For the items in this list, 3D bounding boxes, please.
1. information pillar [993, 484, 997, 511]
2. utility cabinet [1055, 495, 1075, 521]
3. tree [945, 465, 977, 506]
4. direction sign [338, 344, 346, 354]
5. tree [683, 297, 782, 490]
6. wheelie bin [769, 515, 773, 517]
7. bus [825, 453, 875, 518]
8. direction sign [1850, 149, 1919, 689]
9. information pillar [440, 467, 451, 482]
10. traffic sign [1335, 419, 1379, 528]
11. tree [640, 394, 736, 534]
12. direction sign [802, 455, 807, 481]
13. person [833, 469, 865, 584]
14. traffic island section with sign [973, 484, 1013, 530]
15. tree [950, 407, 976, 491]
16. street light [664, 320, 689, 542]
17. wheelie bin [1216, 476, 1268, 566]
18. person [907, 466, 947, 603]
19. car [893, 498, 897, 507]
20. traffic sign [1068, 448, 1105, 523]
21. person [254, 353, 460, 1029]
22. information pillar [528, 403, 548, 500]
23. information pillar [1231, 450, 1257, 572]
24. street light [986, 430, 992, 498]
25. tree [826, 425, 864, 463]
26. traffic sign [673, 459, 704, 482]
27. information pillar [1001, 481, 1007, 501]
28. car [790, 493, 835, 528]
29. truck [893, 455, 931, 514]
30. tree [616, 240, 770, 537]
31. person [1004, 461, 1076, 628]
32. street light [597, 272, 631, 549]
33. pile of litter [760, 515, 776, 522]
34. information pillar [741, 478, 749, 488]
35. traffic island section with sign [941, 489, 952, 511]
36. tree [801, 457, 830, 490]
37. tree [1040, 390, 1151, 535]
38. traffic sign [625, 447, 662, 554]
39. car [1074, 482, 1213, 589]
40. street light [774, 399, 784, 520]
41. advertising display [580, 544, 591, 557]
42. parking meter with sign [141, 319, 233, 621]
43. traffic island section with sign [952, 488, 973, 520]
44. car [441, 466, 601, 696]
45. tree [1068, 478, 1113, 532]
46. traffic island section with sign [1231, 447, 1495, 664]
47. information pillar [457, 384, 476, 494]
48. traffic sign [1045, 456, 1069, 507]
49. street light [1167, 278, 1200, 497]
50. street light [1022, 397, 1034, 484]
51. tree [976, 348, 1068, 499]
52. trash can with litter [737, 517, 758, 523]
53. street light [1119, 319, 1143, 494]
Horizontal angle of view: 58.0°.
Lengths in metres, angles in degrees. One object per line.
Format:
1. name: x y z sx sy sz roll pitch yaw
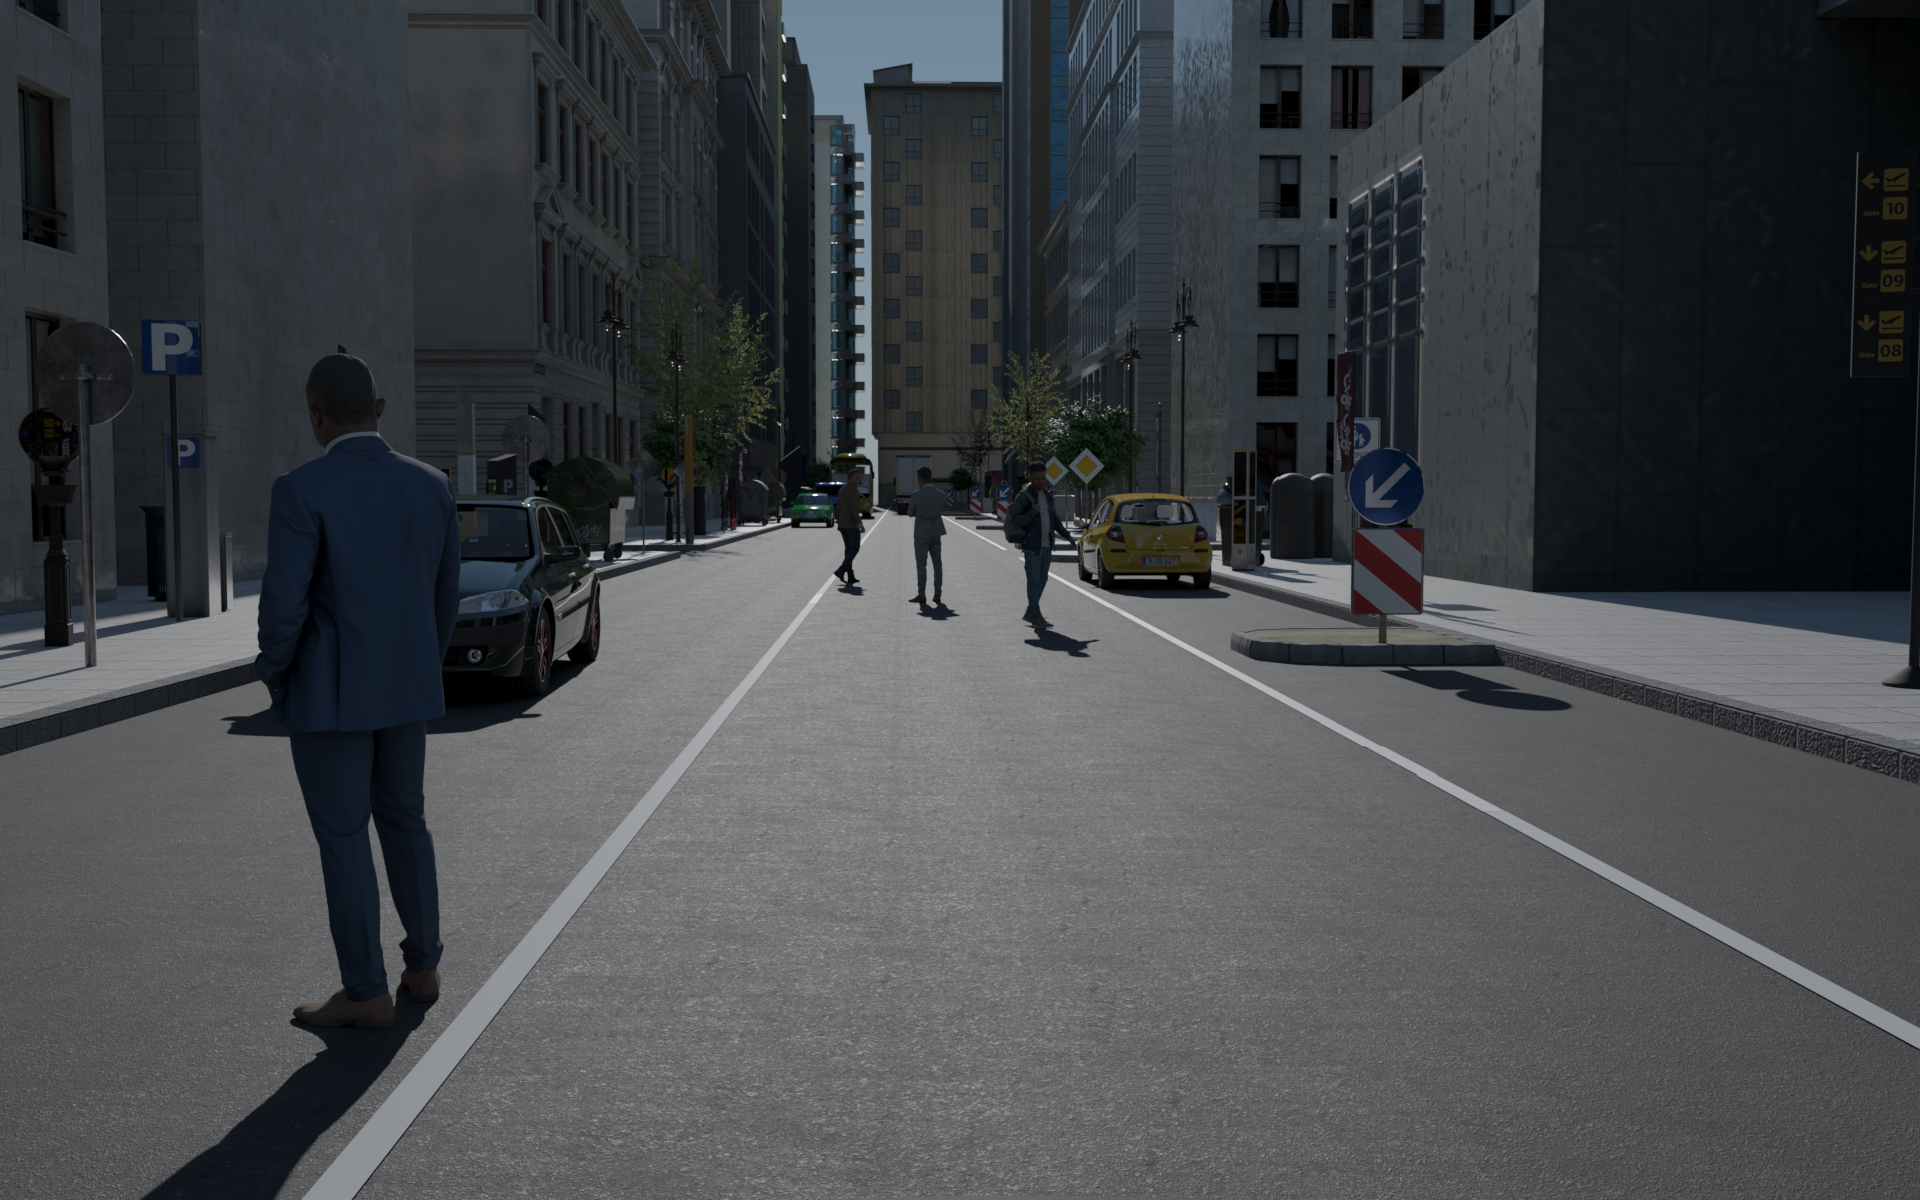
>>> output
1. information pillar: 2.493 -7.100 120.573 0.304 2.012 0.304 2 4 29
2. utility cabinet: 4.926 -4.345 82.207 1.020 1.237 0.306 -1 4 -21
3. tree: 0.058 -12.427 186.902 4.285 4.588 4.351 0 3 0
4. direction sign: -9.481 -2.121 26.684 0.379 3.537 0.876 -1 4 -13
5. tree: -8.862 -7.046 65.558 4.360 8.622 3.978 0 3 0
6. wheelie bin: -10.982 -5.536 98.419 0.980 1.594 0.693 1 4 9
7. bus: -6.699 -7.104 107.694 2.896 3.916 12.252 0 4 -2
8. direction sign: 6.364 -1.190 11.453 0.876 3.537 0.379 1 4 16
9. information pillar: -14.158 -2.643 47.709 0.304 2.012 0.304 -1 4 -15
10. traffic sign: 5.326 -1.295 23.303 0.606 2.300 0.079 0 4 3
11. tree: -8.875 -4.441 56.329 4.285 4.588 4.351 0 3 0
12. direction sign: -9.222 -6.619 100.214 0.876 3.537 0.379 2 4 34
13. person: -1.754 -1.180 27.706 0.656 1.842 0.836 2 4 26
14. traffic island section with sign: 1.651 -3.764 70.175 1.989 1.847 2.006 0 4 -2
15. tree: 1.367 -11.720 141.980 4.360 8.622 3.978 0 3 0
16. street light: -7.536 -4.489 46.177 0.468 5.910 1.993 0 4 -2
17. wheelie bin: 5.006 -1.410 30.963 0.980 1.594 0.693 -2 4 -25
18. person: -0.464 -0.877 23.016 0.511 1.800 0.466 -3 5 -42
19. car: -6.434 -11.080 193.164 2.014 1.417 4.499 0 4 -4
20. traffic sign: 2.734 -2.073 37.532 0.795 2.450 0.064 0 4 -2
21. person: -1.605 0.243 4.702 0.419 1.800 0.721 2 4 27
22. information pillar: -10.916 -3.268 44.794 0.504 3.616 0.183 0 4 -7
23. information pillar: 4.720 -1.485 28.778 0.304 2.012 0.304 3 4 36
24. street light: 1.993 -9.008 120.065 0.468 5.910 1.993 0 4 -2
25. tree: -12.179 -14.236 183.125 4.360 8.622 3.978 0 3 0
26. traffic sign: -7.078 -2.542 45.209 0.795 2.450 0.064 0 4 -2
27. information pillar: 2.429 -5.560 95.401 0.304 2.012 0.304 0 4 3
28. car: -6.420 -4.087 75.619 1.959 1.807 4.718 0 4 -2
29. truck: -3.512 -8.532 128.409 2.839 4.237 11.283 0 4 -2
30. tree: -8.051 -6.154 50.985 4.737 8.622 4.395 0 3 0
31. person: 0.823 -0.596 18.592 0.721 1.781 0.623 2 4 34
32. street light: -7.233 -3.886 36.317 0.468 5.910 1.993 0 4 -2
33. pile of litter: -9.129 -4.111 81.179 1.176 0.858 1.719 1 4 10
34. information pillar: -9.892 -4.593 79.581 0.304 2.012 0.304 -1 4 -20
35. traffic island section with sign: -0.976 -8.481 147.287 1.989 1.847 2.006 0 4 -2
36. tree: -12.243 -10.260 151.465 4.285 4.588 4.351 0 3 0
37. tree: 4.312 -4.343 54.724 4.285 4.588 4.351 0 3 0
38. traffic sign: -6.806 -2.054 37.229 0.795 2.450 0.064 0 4 -2
39. car: 2.880 -1.065 27.637 2.015 1.641 3.980 0 4 -3
40. street light: -8.807 -6.838 84.595 0.468 5.910 1.993 0 4 -2
41. advertising display: -7.714 -1.850 35.458 0.123 1.923 0.974 -2 4 -26
42. parking meter with sign: -8.073 -1.345 18.245 0.543 3.016 1.738 -1 4 -12
43. traffic island section with sign: 0.730 -5.412 97.115 1.989 1.847 2.006 0 4 -2
44. car: -3.882 -0.225 13.467 2.009 1.686 4.222 0 4 -4
45. tree: 4.502 -3.896 58.299 1.663 3.219 1.824 0 3 0
46. traffic island section with sign: 3.508 -0.424 15.558 1.989 1.847 2.006 0 4 -2
47. information pillar: -10.528 -2.789 36.949 0.504 3.616 0.183 2 4 34
48. traffic sign: 2.462 -2.561 45.513 0.795 2.450 0.064 0 4 -2
49. street light: 4.787 -3.940 37.201 0.468 5.910 1.993 0 4 -2
50. street light: 3.230 -6.735 82.899 0.468 5.910 1.993 0 4 -2
51. tree: 3.389 -8.336 86.649 4.360 8.622 3.978 0 3 0
52. trash can with litter: -9.487 -4.020 77.119 1.055 1.170 0.624 1 4 9
53. street light: 4.520 -4.469 45.860 0.468 5.910 1.993 0 4 -2
